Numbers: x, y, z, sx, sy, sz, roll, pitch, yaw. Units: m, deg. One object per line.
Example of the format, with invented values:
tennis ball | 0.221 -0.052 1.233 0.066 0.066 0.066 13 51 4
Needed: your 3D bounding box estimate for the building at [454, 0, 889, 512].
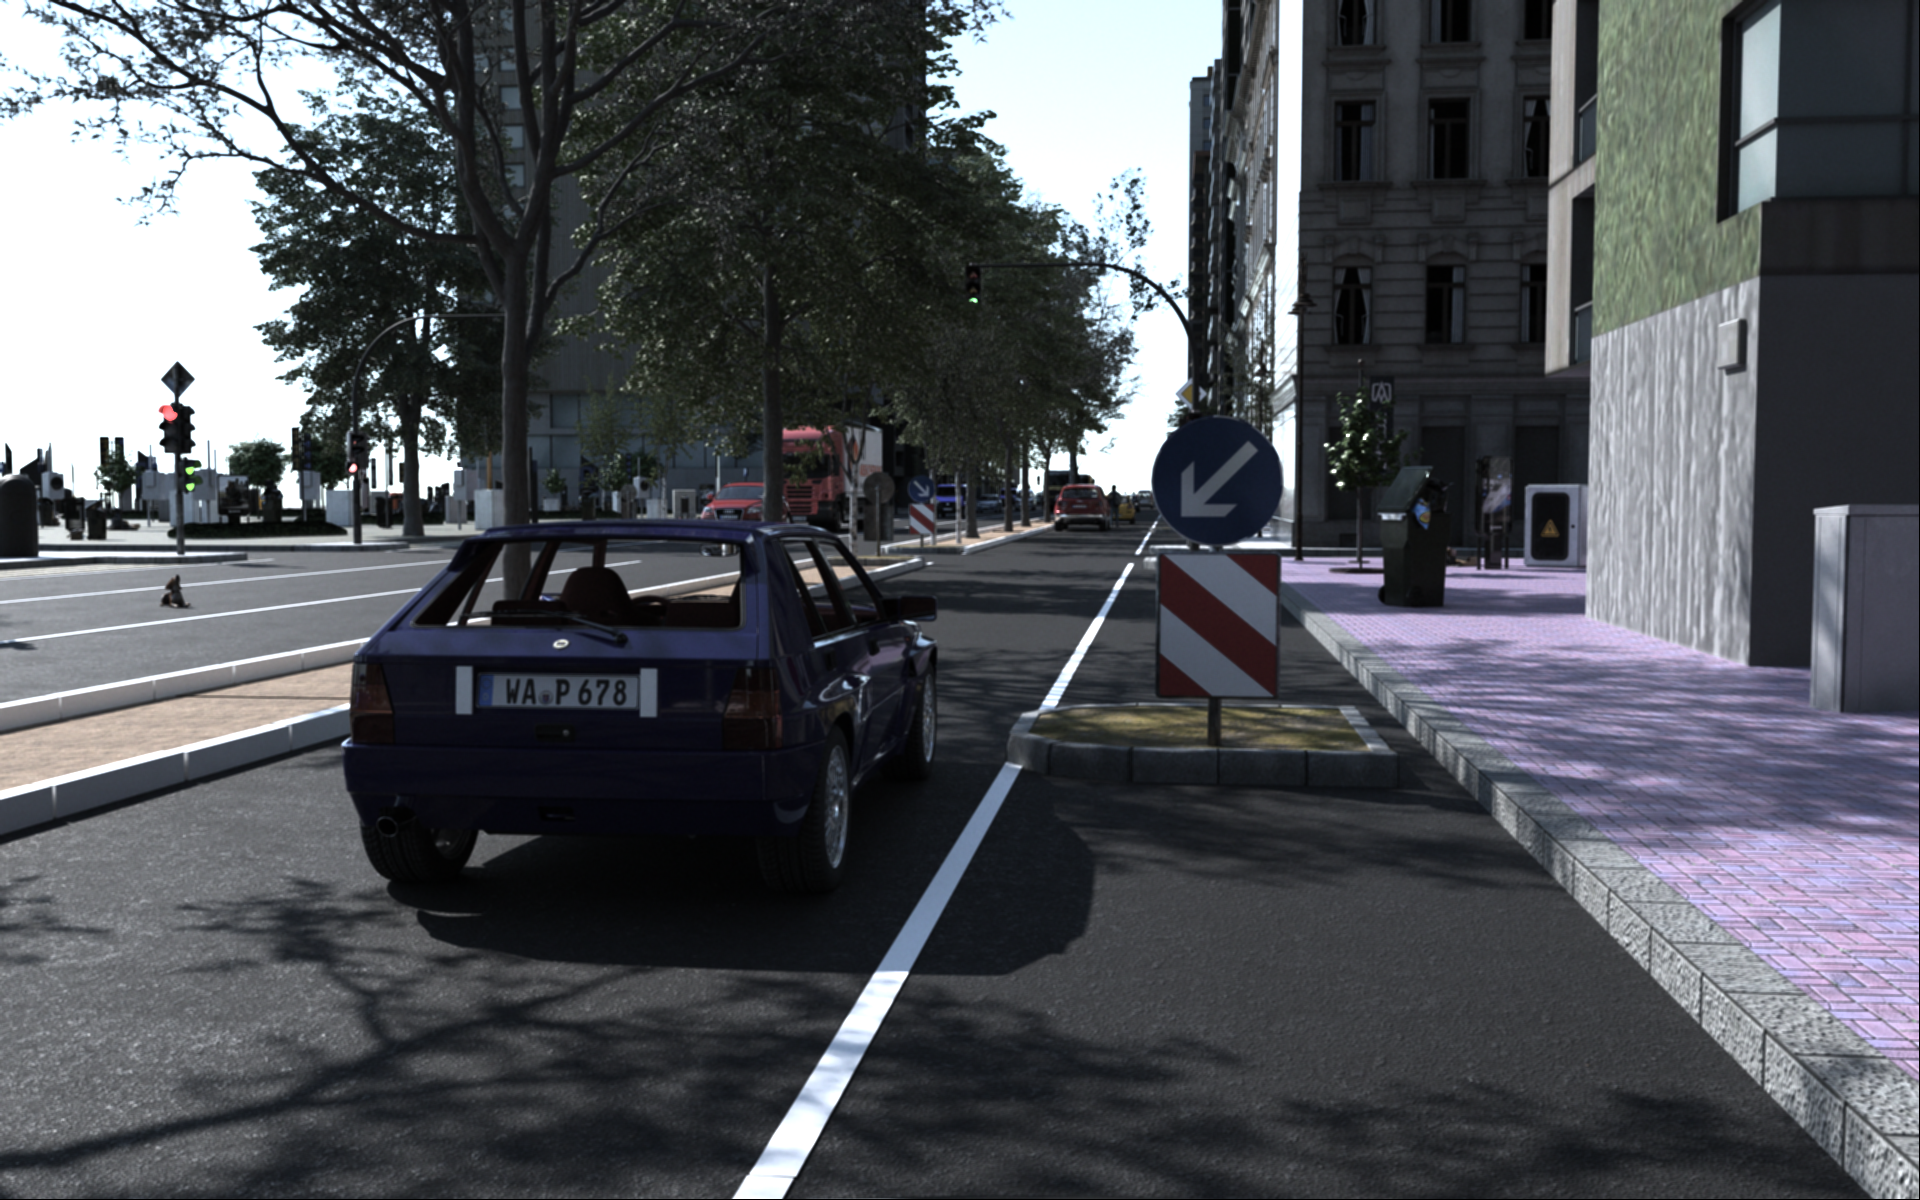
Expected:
building | -20.953 -33.307 133.810 28.713 52.752 27.495 0 4 7

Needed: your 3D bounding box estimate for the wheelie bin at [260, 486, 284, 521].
wheelie bin | -27.597 -3.771 69.568 0.693 1.594 0.980 1 4 16

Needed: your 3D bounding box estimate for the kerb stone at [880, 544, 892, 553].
kerb stone | -1.870 -1.248 42.632 0.120 0.150 1.000 0 4 7

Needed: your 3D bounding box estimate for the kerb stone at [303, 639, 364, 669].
kerb stone | -5.319 0.468 14.540 0.120 0.150 1.000 0 4 7

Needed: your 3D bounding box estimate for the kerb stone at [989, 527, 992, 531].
kerb stone | 1.010 -2.676 66.025 0.120 0.150 1.000 0 4 7

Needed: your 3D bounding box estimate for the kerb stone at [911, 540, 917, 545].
kerb stone | -1.372 -1.498 46.689 0.120 0.150 1.000 0 4 7

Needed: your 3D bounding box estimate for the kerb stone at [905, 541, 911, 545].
kerb stone | -1.492 -1.436 45.674 0.120 0.150 1.000 0 4 7

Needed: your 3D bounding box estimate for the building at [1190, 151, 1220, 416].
building | 40.015 -34.360 216.413 22.147 44.769 28.867 0 4 7

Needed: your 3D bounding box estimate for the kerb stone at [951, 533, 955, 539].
kerb stone | -0.367 -1.996 54.824 0.120 0.150 1.000 0 4 7

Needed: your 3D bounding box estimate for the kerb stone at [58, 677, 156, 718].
kerb stone | -5.697 0.655 11.487 0.120 0.150 1.000 0 4 7

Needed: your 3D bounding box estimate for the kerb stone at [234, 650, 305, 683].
kerb stone | -5.445 0.530 13.526 0.120 0.150 1.000 0 4 7

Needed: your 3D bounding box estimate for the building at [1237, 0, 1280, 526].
building | 19.411 -17.263 79.512 12.463 27.353 25.104 0 4 7

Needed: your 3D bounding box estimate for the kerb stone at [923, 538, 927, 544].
kerb stone | -1.119 -1.621 48.718 0.120 0.150 1.000 0 4 7

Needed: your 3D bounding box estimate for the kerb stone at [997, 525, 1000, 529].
kerb stone | 1.385 -2.866 69.069 0.120 0.150 1.000 0 4 7

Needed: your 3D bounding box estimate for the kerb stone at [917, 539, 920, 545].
kerb stone | -1.248 -1.560 47.704 0.120 0.150 1.000 0 4 7

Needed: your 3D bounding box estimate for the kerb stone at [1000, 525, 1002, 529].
kerb stone | 1.502 -2.927 70.086 0.120 0.150 1.000 0 4 7

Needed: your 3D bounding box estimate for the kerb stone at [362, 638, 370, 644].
kerb stone | -5.188 0.406 15.555 0.120 0.150 1.000 0 4 7

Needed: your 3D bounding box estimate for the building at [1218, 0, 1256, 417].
building | 30.672 -43.416 148.102 20.563 71.187 20.611 0 4 7

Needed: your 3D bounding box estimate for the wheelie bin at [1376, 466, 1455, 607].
wheelie bin | 5.225 -0.734 19.901 0.693 1.594 0.980 -1 4 -18

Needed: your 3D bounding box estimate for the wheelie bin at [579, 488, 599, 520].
wheelie bin | -17.851 -4.613 83.326 0.980 1.594 0.693 0 4 -1

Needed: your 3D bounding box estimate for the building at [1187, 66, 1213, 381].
building | 42.730 -42.970 244.563 21.231 58.520 28.212 0 4 7

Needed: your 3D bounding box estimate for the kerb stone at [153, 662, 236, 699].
kerb stone | -5.574 0.593 12.502 0.120 0.150 1.000 0 4 7

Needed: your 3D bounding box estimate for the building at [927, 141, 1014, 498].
building | -5.018 -38.052 241.759 23.786 49.044 30.456 0 4 7

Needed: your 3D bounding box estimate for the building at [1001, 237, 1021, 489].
building | 1.750 -37.548 264.027 14.600 45.320 14.200 0 4 7

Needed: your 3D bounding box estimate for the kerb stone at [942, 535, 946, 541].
kerb stone | -0.622 -1.868 52.788 0.120 0.150 1.000 0 4 7

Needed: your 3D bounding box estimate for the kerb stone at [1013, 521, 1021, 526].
kerb stone | 2.627 -3.488 79.226 0.120 0.150 1.000 0 4 7

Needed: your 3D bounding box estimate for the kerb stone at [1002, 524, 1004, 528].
kerb stone | 1.634 -2.990 71.101 0.120 0.150 1.000 0 4 7

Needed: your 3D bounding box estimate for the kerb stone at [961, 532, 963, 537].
kerb stone | -0.113 -2.117 56.858 0.120 0.150 1.000 0 4 7

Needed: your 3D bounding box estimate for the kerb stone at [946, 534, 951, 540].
kerb stone | -0.488 -1.924 53.809 0.120 0.150 1.000 0 4 7

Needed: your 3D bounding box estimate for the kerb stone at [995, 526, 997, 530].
kerb stone | 1.252 -2.805 68.056 0.120 0.150 1.000 0 4 7

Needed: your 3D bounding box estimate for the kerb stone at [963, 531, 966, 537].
kerb stone | 0.005 -2.179 57.873 0.120 0.150 1.000 0 4 7

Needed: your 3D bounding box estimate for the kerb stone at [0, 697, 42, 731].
kerb stone | -5.815 0.718 10.465 0.120 0.150 1.000 0 4 7

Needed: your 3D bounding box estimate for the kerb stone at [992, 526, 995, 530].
kerb stone | 1.134 -2.743 67.040 0.120 0.150 1.000 0 4 7

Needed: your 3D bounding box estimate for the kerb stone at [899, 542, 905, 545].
kerb stone | -1.621 -1.373 44.661 0.120 0.150 1.000 0 4 7

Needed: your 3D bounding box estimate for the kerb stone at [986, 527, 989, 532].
kerb stone | 0.888 -2.617 65.010 0.120 0.150 1.000 0 4 7

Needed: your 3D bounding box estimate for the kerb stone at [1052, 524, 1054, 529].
kerb stone | 3.580 -2.908 69.734 0.120 0.150 1.000 0 4 7

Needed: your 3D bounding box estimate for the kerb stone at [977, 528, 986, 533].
kerb stone | 0.754 -2.556 63.981 0.120 0.150 1.000 0 4 7

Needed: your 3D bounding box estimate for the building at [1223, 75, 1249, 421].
building | 23.021 -19.334 103.499 14.401 28.519 23.554 0 4 7

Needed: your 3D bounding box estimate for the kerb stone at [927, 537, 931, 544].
kerb stone | -0.994 -1.679 49.732 0.120 0.150 1.000 0 4 7

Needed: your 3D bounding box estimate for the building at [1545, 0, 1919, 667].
building | 13.674 -20.427 17.575 14.154 41.232 14.086 0 4 7

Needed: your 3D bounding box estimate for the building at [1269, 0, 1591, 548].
building | 17.368 -11.942 44.395 18.267 20.994 9.793 0 4 7

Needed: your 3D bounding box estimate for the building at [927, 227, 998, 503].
building | -11.730 -32.024 215.473 32.217 40.220 23.993 0 4 7

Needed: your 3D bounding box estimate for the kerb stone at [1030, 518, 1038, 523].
kerb stone | 3.750 -4.047 88.371 0.120 0.150 1.000 0 4 7

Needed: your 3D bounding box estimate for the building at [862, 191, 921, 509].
building | -11.417 -23.397 154.241 14.160 30.474 14.107 0 4 7

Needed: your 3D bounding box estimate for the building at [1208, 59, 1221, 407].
building | 36.361 -33.896 173.807 23.786 49.044 30.456 0 4 7

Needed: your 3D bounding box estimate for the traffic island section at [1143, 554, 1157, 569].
traffic island section | 4.614 -0.717 33.997 2.009 0.180 2.903 0 4 7

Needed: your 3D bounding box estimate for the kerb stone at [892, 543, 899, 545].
kerb stone | -1.741 -1.312 43.646 0.120 0.150 1.000 0 4 7

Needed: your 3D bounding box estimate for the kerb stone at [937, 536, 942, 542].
kerb stone | -0.743 -1.808 51.762 0.120 0.150 1.000 0 4 7

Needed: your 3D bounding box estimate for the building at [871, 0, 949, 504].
building | -11.855 -44.792 170.594 20.563 71.187 20.611 0 4 7
